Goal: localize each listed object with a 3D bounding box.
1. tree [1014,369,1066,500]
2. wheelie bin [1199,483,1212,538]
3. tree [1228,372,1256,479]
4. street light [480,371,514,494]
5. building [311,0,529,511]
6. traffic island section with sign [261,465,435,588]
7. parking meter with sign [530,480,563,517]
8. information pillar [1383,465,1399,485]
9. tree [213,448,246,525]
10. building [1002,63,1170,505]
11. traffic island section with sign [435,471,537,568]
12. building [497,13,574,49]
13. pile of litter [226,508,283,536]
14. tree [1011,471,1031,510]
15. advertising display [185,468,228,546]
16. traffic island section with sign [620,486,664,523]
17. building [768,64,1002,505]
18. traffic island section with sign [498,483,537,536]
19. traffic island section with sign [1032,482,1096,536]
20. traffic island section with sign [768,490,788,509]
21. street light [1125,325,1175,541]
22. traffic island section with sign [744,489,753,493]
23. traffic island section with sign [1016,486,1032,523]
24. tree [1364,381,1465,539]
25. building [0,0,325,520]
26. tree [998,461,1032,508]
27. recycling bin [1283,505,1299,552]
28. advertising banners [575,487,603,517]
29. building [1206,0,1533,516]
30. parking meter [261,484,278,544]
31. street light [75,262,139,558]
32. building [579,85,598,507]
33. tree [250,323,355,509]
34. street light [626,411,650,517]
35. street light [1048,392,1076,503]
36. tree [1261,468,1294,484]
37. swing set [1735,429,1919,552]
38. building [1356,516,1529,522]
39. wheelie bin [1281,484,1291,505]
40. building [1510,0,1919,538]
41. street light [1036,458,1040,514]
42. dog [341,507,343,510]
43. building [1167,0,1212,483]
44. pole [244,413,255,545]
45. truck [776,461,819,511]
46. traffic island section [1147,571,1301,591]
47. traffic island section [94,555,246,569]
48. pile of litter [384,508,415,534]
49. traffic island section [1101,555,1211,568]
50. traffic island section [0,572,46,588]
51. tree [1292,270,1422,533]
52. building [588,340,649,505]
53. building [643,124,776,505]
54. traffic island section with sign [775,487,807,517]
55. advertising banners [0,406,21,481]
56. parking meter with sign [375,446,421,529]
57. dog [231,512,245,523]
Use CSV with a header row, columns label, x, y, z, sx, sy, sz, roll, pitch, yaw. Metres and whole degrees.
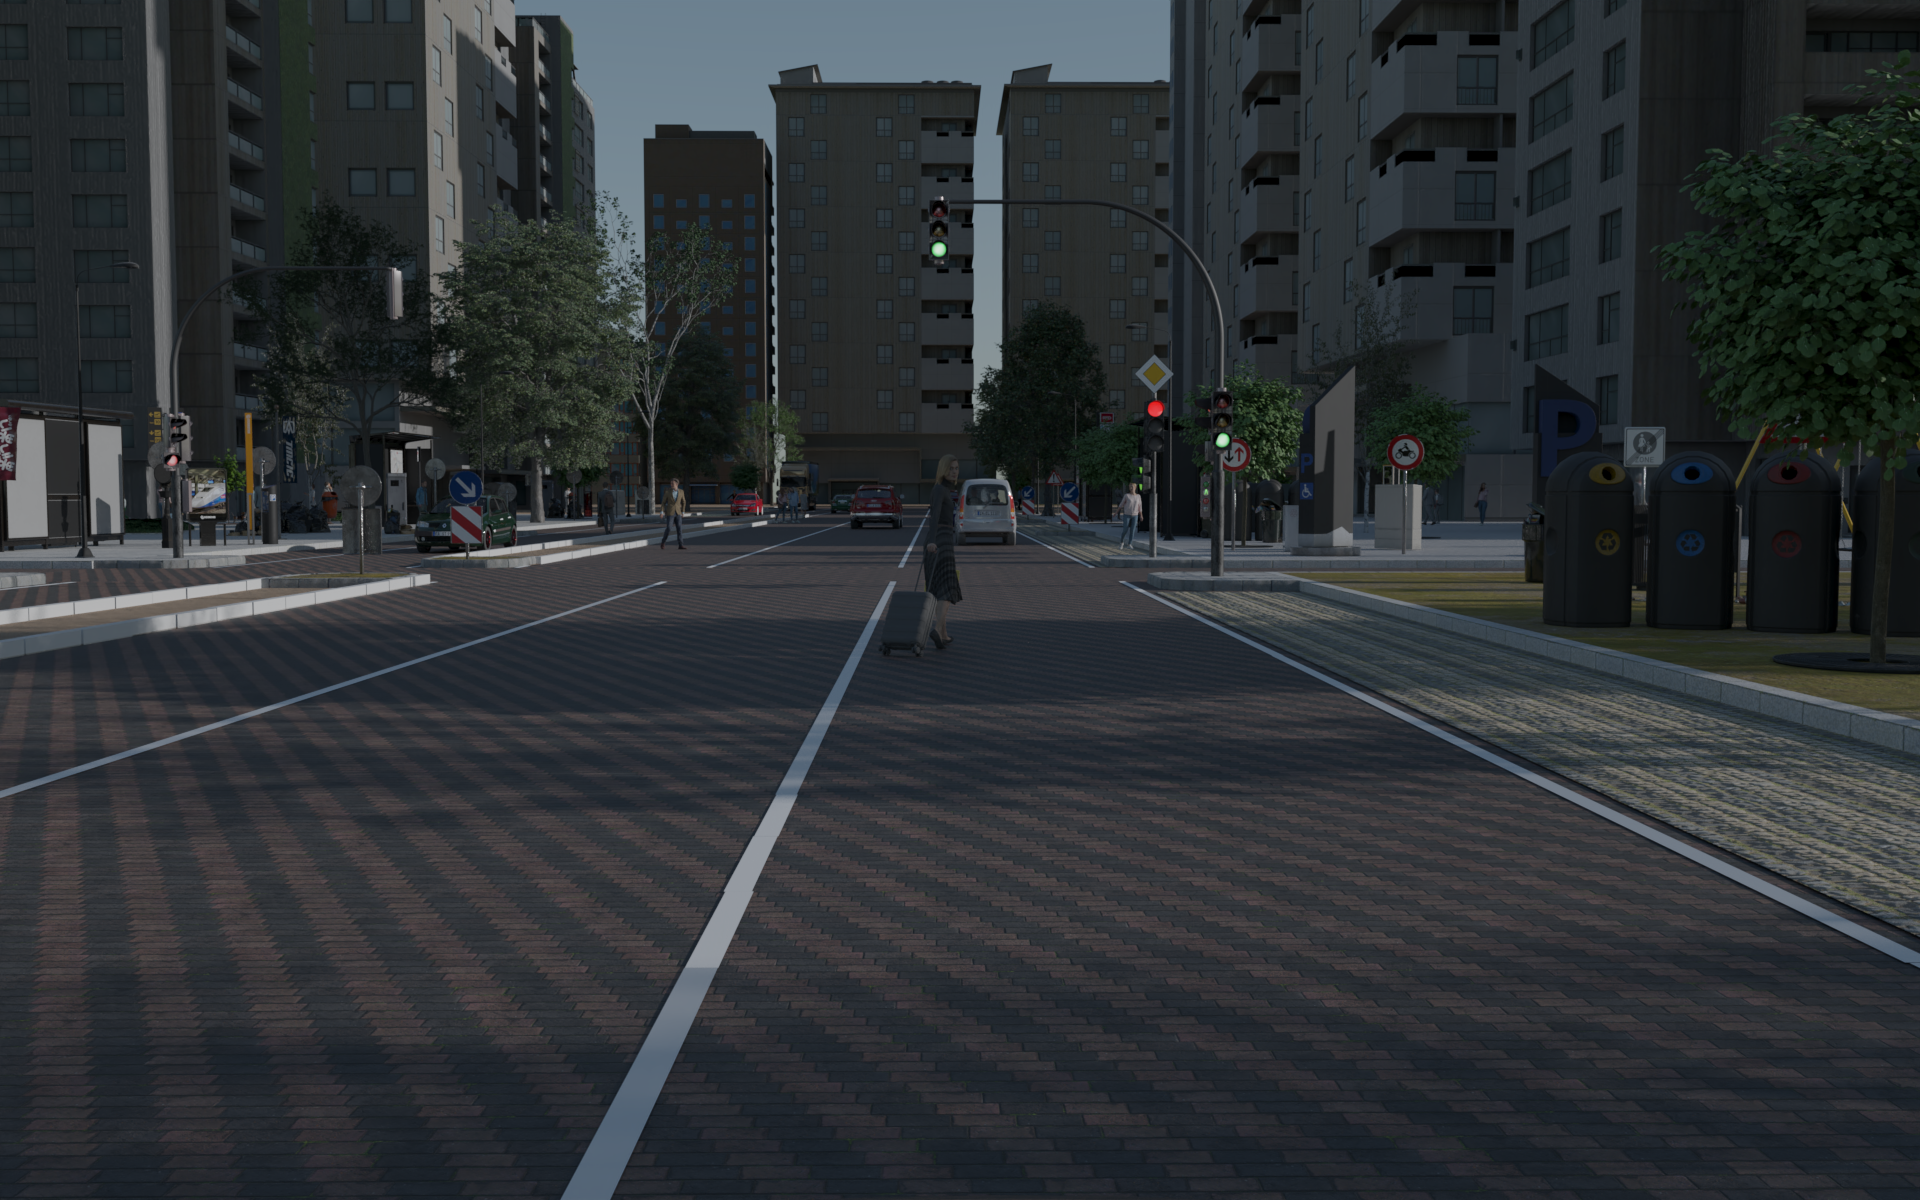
label,x,y,z,sx,sy,sz,roll,pitch,yaw
tree,5.562,-11.691,125.564,7.601,10.594,8.767,-1,4,-17
wheelie bin,7.375,-2.593,50.300,0.693,1.594,0.980,2,4,28
tree,16.781,-9.357,103.347,4.360,8.622,3.978,0,3,0
street light,-17.562,-5.691,65.584,1.470,5.913,1.316,0,4,-1
building,-47.307,-32.606,122.350,28.713,52.752,27.495,0,4,-1
traffic island section with sign,-9.576,-1.161,27.115,2.006,1.907,1.989,0,4,-1
parking meter with sign,-22.758,-6.060,95.345,1.738,3.016,0.543,0,4,-2
information pillar,10.840,-2.391,43.591,0.304,2.012,0.304,3,5,45
tree,-30.554,-4.769,72.582,1.663,3.219,1.824,0,3,0
building,18.787,-38.657,221.283,27.495,52.752,28.713,0,4,-1
traffic island section with sign,-9.663,-1.614,34.521,2.006,1.907,1.989,0,4,-1
building,-40.245,-28.132,143.546,14.154,41.232,14.086,0,4,-1
pile of litter,-21.701,-2.407,53.322,1.719,0.858,1.176,0,4,-4
tree,4.923,-9.015,142.000,1.663,3.219,1.824,0,3,0
advertising display,-18.565,-2.293,42.697,0.123,1.923,0.974,3,5,45
traffic island section with sign,-16.077,-4.840,87.754,1.989,1.847,2.006,0,4,-1
building,-9.225,-38.676,221.591,27.495,52.752,28.713,0,4,-1
traffic island section with sign,-15.712,-3.131,59.815,1.989,1.847,2.006,0,4,-1
traffic island section with sign,3.608,-3.120,59.633,1.989,1.847,2.006,0,4,-1
traffic island section with sign,-17.071,-9.506,164.043,1.989,1.847,2.006,0,4,-1
street light,5.224,-4.591,47.602,1.470,5.913,1.316,0,4,-1
traffic island section with sign,-16.717,-7.857,137.090,1.989,1.847,2.006,0,4,-1
traffic island section with sign,3.260,-4.768,86.586,1.989,1.847,2.006,0,4,-1
tree,13.320,-4.067,50.208,4.285,4.588,4.351,0,3,0
building,-41.389,-24.611,85.981,14.154,41.232,14.086,0,4,-1
tree,5.152,-10.539,156.032,4.285,4.588,4.351,0,3,0
recycling bin,7.582,-1.592,38.580,0.722,1.027,0.722,0,4,6
advertising banners,-20.849,-6.175,97.154,2.074,3.025,0.090,-2,4,-26
building,33.569,-33.016,129.047,28.713,52.752,27.495,0,4,-1
parking meter,-17.617,-2.189,44.206,0.372,1.533,0.369,0,3,0
street light,-17.155,-3.811,34.849,1.470,5.913,1.316,0,4,-1
building,-42.221,-29.417,164.561,14.086,41.232,14.154,0,4,-1
tree,-26.274,-7.303,69.768,4.360,8.622,3.978,0,3,0
street light,-17.967,-7.586,96.567,1.470,5.913,1.316,0,4,-1
street light,4.688,-6.493,78.699,1.470,5.913,1.316,0,4,-1
tree,17.713,-6.186,95.739,1.663,3.219,1.824,0,3,0
swing set,12.570,-1.667,24.878,2.862,2.851,3.119,0,4,0
building,34.205,-30.762,92.200,28.713,52.752,27.495,0,4,-1
wheelie bin,10.124,-2.777,53.306,0.980,1.594,0.693,-1,4,-11
building,26.883,-17.345,55.292,14.107,30.474,14.160,0,4,-1
street light,4.409,-8.412,110.081,1.470,5.913,1.316,0,4,-1
dog,-35.881,-5.147,100.989,0.406,0.507,0.540,-2,4,-27
building,29.558,-37.624,157.147,21.231,58.520,28.212,0,4,-1
pole,-17.891,-3.044,43.614,0.158,3.312,0.155,0,3,0
truck,-13.948,-9.844,149.866,2.839,4.237,11.283,0,4,0
traffic island section,4.027,-0.292,27.052,2.009,0.180,2.903,0,4,-1
traffic island section,-15.717,-0.765,34.787,2.009,0.180,2.903,0,4,-1
pile of litter,-17.985,-2.558,55.785,1.176,0.858,1.719,0,4,5
traffic island section,3.923,-0.780,35.036,2.009,0.180,2.903,0,4,-1
traffic island section,-15.613,-0.277,26.803,2.009,0.180,2.903,0,4,-1
tree,13.388,-6.543,57.334,4.360,8.622,3.978,0,3,0
building,-52.972,-22.951,220.286,28.899,21.520,27.650,0,4,-1
building,-30.437,-34.431,213.060,14.200,45.320,14.600,0,4,-1
traffic island section with sign,-10.648,-6.209,109.654,2.006,1.907,1.989,0,4,-1
advertising banners,-19.698,-2.329,34.264,2.074,3.025,0.090,-2,4,-25
parking meter with sign,-20.551,-4.089,63.112,1.738,3.016,0.543,-1,4,-21
dog,-31.288,-3.564,75.103,0.406,0.507,0.540,0,4,1
